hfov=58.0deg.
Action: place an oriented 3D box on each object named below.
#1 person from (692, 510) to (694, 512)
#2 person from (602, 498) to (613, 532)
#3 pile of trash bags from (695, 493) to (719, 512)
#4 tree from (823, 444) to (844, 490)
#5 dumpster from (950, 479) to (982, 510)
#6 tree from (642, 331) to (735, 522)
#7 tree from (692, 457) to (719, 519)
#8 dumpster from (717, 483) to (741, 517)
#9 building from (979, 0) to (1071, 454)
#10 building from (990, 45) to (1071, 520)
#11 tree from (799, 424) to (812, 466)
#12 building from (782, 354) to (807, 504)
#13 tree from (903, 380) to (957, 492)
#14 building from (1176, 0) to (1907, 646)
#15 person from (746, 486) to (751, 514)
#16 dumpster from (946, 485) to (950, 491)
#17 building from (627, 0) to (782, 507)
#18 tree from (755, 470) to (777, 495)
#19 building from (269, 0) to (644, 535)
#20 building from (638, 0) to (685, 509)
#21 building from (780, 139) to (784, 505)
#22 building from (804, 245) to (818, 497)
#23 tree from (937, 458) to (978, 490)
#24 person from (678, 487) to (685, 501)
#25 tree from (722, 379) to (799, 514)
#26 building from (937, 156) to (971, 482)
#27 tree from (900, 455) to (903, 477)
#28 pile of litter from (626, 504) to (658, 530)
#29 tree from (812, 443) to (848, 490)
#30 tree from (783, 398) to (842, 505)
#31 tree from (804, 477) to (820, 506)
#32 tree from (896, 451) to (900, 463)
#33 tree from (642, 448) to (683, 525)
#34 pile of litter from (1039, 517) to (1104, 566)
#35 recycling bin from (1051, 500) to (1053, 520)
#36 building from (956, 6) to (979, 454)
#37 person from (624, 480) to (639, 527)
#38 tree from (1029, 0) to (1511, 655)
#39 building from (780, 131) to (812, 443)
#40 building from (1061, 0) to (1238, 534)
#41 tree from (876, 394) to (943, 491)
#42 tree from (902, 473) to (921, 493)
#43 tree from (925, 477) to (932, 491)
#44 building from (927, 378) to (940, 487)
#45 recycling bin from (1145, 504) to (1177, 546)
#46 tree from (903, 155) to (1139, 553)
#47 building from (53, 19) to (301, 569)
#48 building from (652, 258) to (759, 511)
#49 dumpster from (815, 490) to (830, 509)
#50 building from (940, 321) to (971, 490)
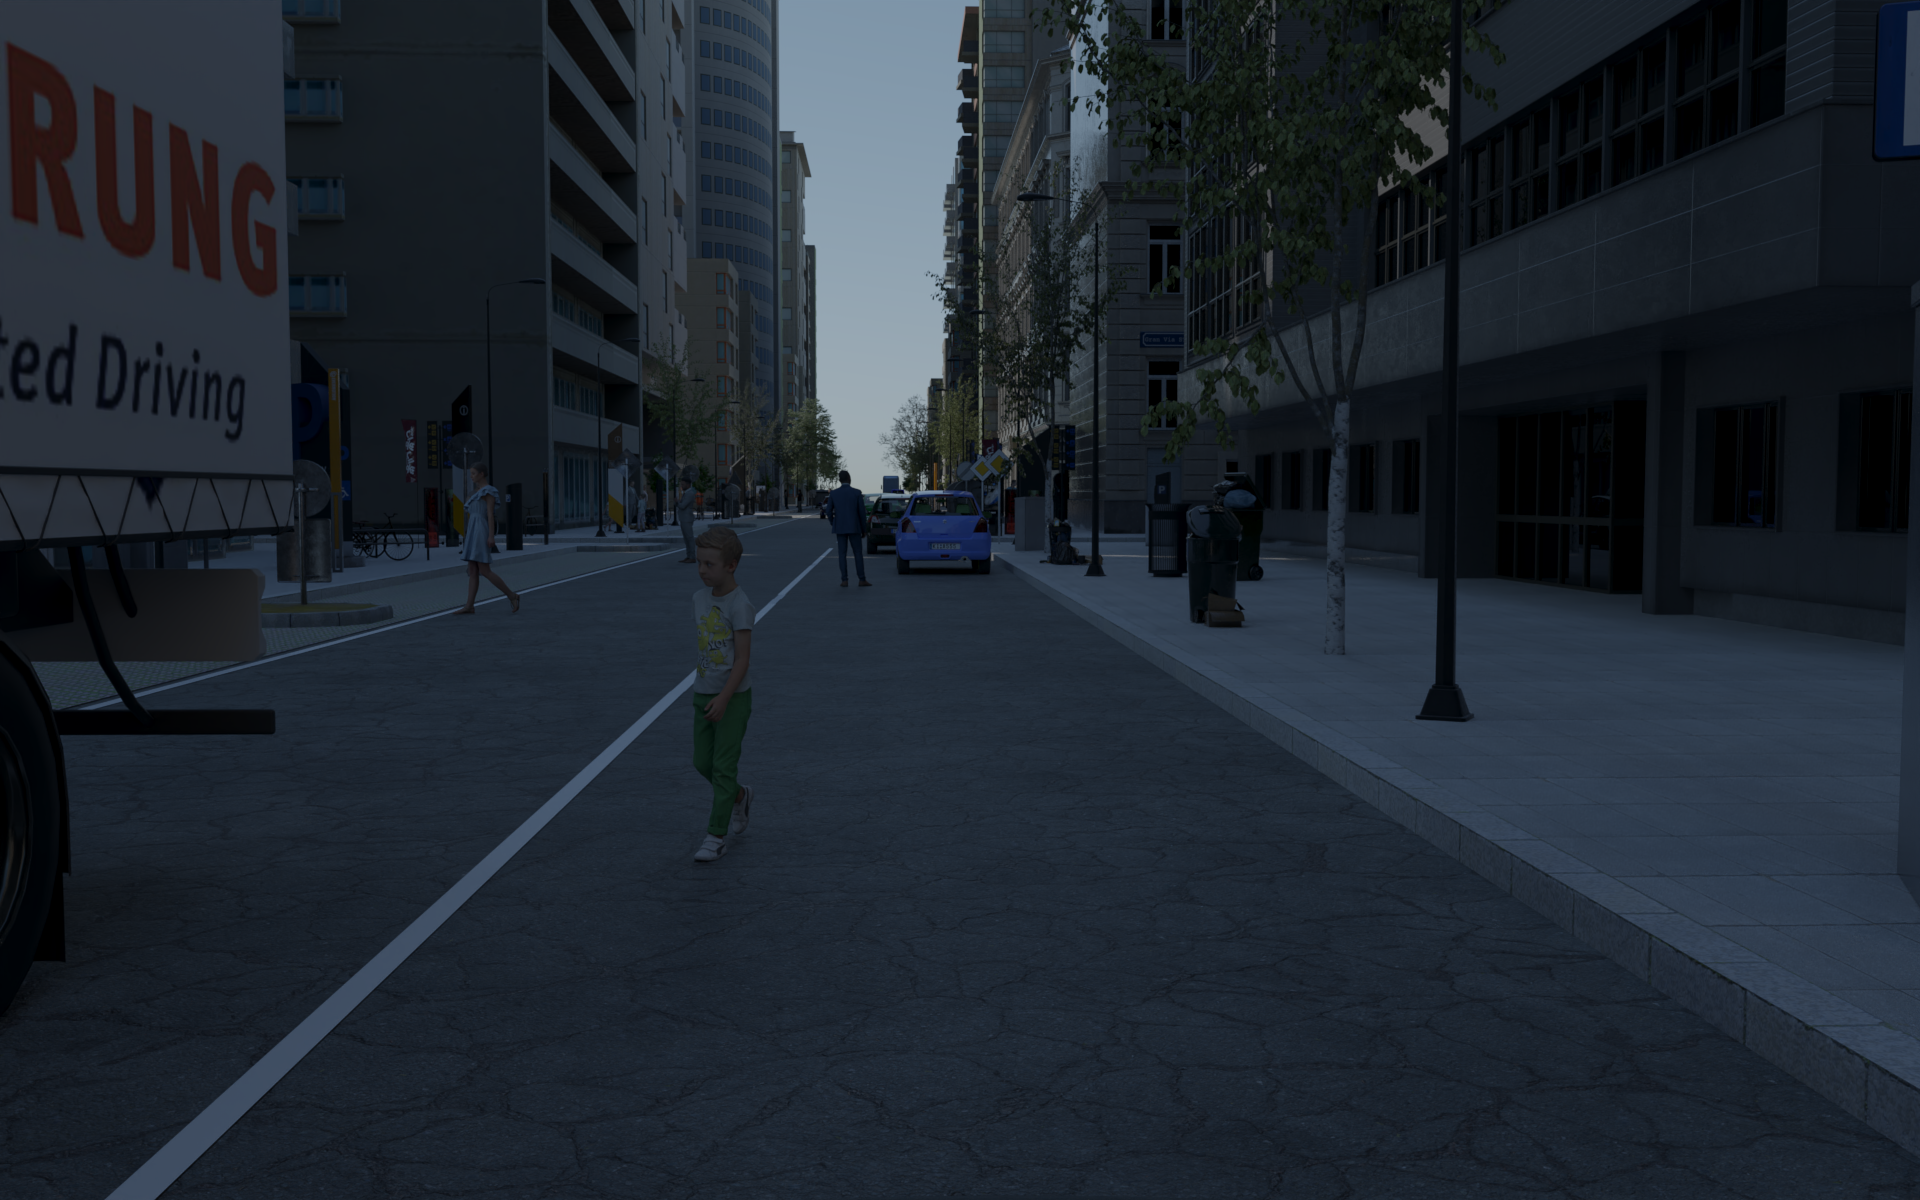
[{"bbox_3d":[-17.843,-6.594,114.283,0.534,1.772,0.576,-1,4,-14],"label":"person"},{"bbox_3d":[-12.045,-2.956,59.385,0.382,1.210,0.505,0,4,5],"label":"person"},{"bbox_3d":[-17.893,-7.096,125.775,3.447,1.369,1.912,2,4,34],"label":"pile of trash bags"},{"bbox_3d":[-18.859,-18.328,250.023,4.360,8.622,3.978,0,3,0],"label":"tree"},{"bbox_3d":[0.365,-3.875,69.111,1.264,1.857,1.865,0,4,-2],"label":"dumpster"},{"bbox_3d":[-12.728,-7.872,79.073,4.737,8.622,4.395,0,3,0],"label":"tree"},{"bbox_3d":[-13.315,-5.844,90.156,1.663,3.219,1.824,0,3,0],"label":"tree"},{"bbox_3d":[-12.654,-5.445,94.778,1.264,1.857,1.865,0,4,-2],"label":"dumpster"},{"bbox_3d":[8.403,-27.619,135.165,14.154,41.232,14.086,0,4,-2],"label":"building"},{"bbox_3d":[11.546,-20.076,104.665,17.030,29.872,44.131,0,4,-2],"label":"building"},{"bbox_3d":[-14.587,-11.745,142.394,4.360,8.622,3.978,0,3,0],"label":"tree"},{"bbox_3d":[-34.718,-23.378,227.271,27.650,21.520,28.899,0,4,-2],"label":"building"},{"bbox_3d":[-0.139,-9.538,106.312,4.737,8.622,4.395,0,3,0],"label":"tree"},{"bbox_3d":[12.768,-12.682,26.424,14.314,24.678,30.058,0,4,-2],"label":"building"},{"bbox_3d":[-13.361,-6.236,108.267,0.520,1.790,0.573,2,4,31],"label":"person"},{"bbox_3d":[-0.014,-4.538,79.952,1.264,1.857,1.865,0,4,-2],"label":"dumpster"},{"bbox_3d":[-28.927,-38.331,168.709,21.231,58.520,28.212,0,4,-2],"label":"building"},{"bbox_3d":[-15.310,-8.752,137.701,1.663,3.219,1.824,0,3,0],"label":"tree"},{"bbox_3d":[-24.054,-26.893,63.399,21.300,48.544,21.600,0,4,-2],"label":"building"},{"bbox_3d":[-30.024,-31.013,96.297,28.713,52.752,27.495,0,4,-2],"label":"building"},{"bbox_3d":[-26.964,-31.007,190.566,14.154,41.232,14.086,0,4,-2],"label":"building"},{"bbox_3d":[-30.153,-36.243,276.164,14.154,41.232,14.086,0,4,-2],"label":"building"},{"bbox_3d":[0.238,-5.499,84.502,1.663,3.219,1.824,0,3,0],"label":"tree"},{"bbox_3d":[-19.356,-6.981,120.093,0.836,1.842,0.656,1,4,22],"label":"person"},{"bbox_3d":[-13.377,-9.858,111.545,4.360,8.622,3.978,0,3,0],"label":"tree"},{"bbox_3d":[8.926,-38.103,242.596,23.786,49.044,30.456,0,4,-2],"label":"building"},{"bbox_3d":[-3.526,-14.029,179.743,4.737,8.622,4.395,0,3,0],"label":"tree"},{"bbox_3d":[-11.389,-2.961,62.370,1.176,0.858,1.719,0,4,4],"label":"pile of litter"},{"bbox_3d":[-17.702,-16.767,224.504,4.737,8.622,4.395,0,3,0],"label":"tree"},{"bbox_3d":[-17.457,-17.487,204.037,7.486,12.596,7.792,0,3,0],"label":"tree"},{"bbox_3d":[-16.793,-12.208,194.203,1.663,3.219,1.824,0,3,0],"label":"tree"},{"bbox_3d":[-4.753,-14.807,192.456,4.737,8.622,4.395,0,3,0],"label":"tree"},{"bbox_3d":[-12.490,-4.747,72.223,1.663,3.219,1.824,0,3,0],"label":"tree"},{"bbox_3d":[2.062,-1.095,31.876,1.176,0.858,1.719,0,4,0],"label":"pile of litter"},{"bbox_3d":[4.050,-4.154,80.471,0.722,1.027,0.722,0,4,-2],"label":"recycling bin"},{"bbox_3d":[10.928,-30.703,156.612,22.147,44.769,28.867,0,4,-2],"label":"building"},{"bbox_3d":[-12.597,-3.690,66.488,0.853,1.813,0.709,2,4,24],"label":"person"},{"bbox_3d":[2.884,-3.881,13.821,4.737,8.622,4.395,0,3,0],"label":"tree"},{"bbox_3d":[-36.591,-40.683,254.409,28.713,52.752,27.495,0,4,-2],"label":"building"},{"bbox_3d":[16.513,-16.131,60.998,25.104,27.353,12.463,0,4,-2],"label":"building"},{"bbox_3d":[-5.032,-18.413,211.425,12.009,13.543,11.850,0,3,0],"label":"tree"},{"bbox_3d":[-7.491,-17.254,265.808,4.285,4.588,4.351,0,3,0],"label":"tree"},{"bbox_3d":[-2.700,-10.980,174.128,1.663,3.219,1.824,0,3,0],"label":"tree"},{"bbox_3d":[8.897,-26.180,273.081,27.650,21.520,28.899,0,4,-2],"label":"building"},{"bbox_3d":[4.979,-1.845,42.721,0.722,1.027,0.722,1,4,14],"label":"recycling bin"},{"bbox_3d":[1.686,-5.323,37.386,4.360,8.622,3.978,0,3,0],"label":"tree"},{"bbox_3d":[-28.393,-24.969,27.851,30.456,49.044,23.786,0,4,-2],"label":"building"},{"bbox_3d":[-31.378,-18.115,141.215,27.650,21.520,28.899,0,4,-2],"label":"building"},{"bbox_3d":[-13.284,-9.843,169.153,1.865,1.857,1.264,0,4,-1],"label":"dumpster"},{"bbox_3d":[12.320,-20.906,186.852,27.650,21.520,28.899,0,4,-2],"label":"building"}]
